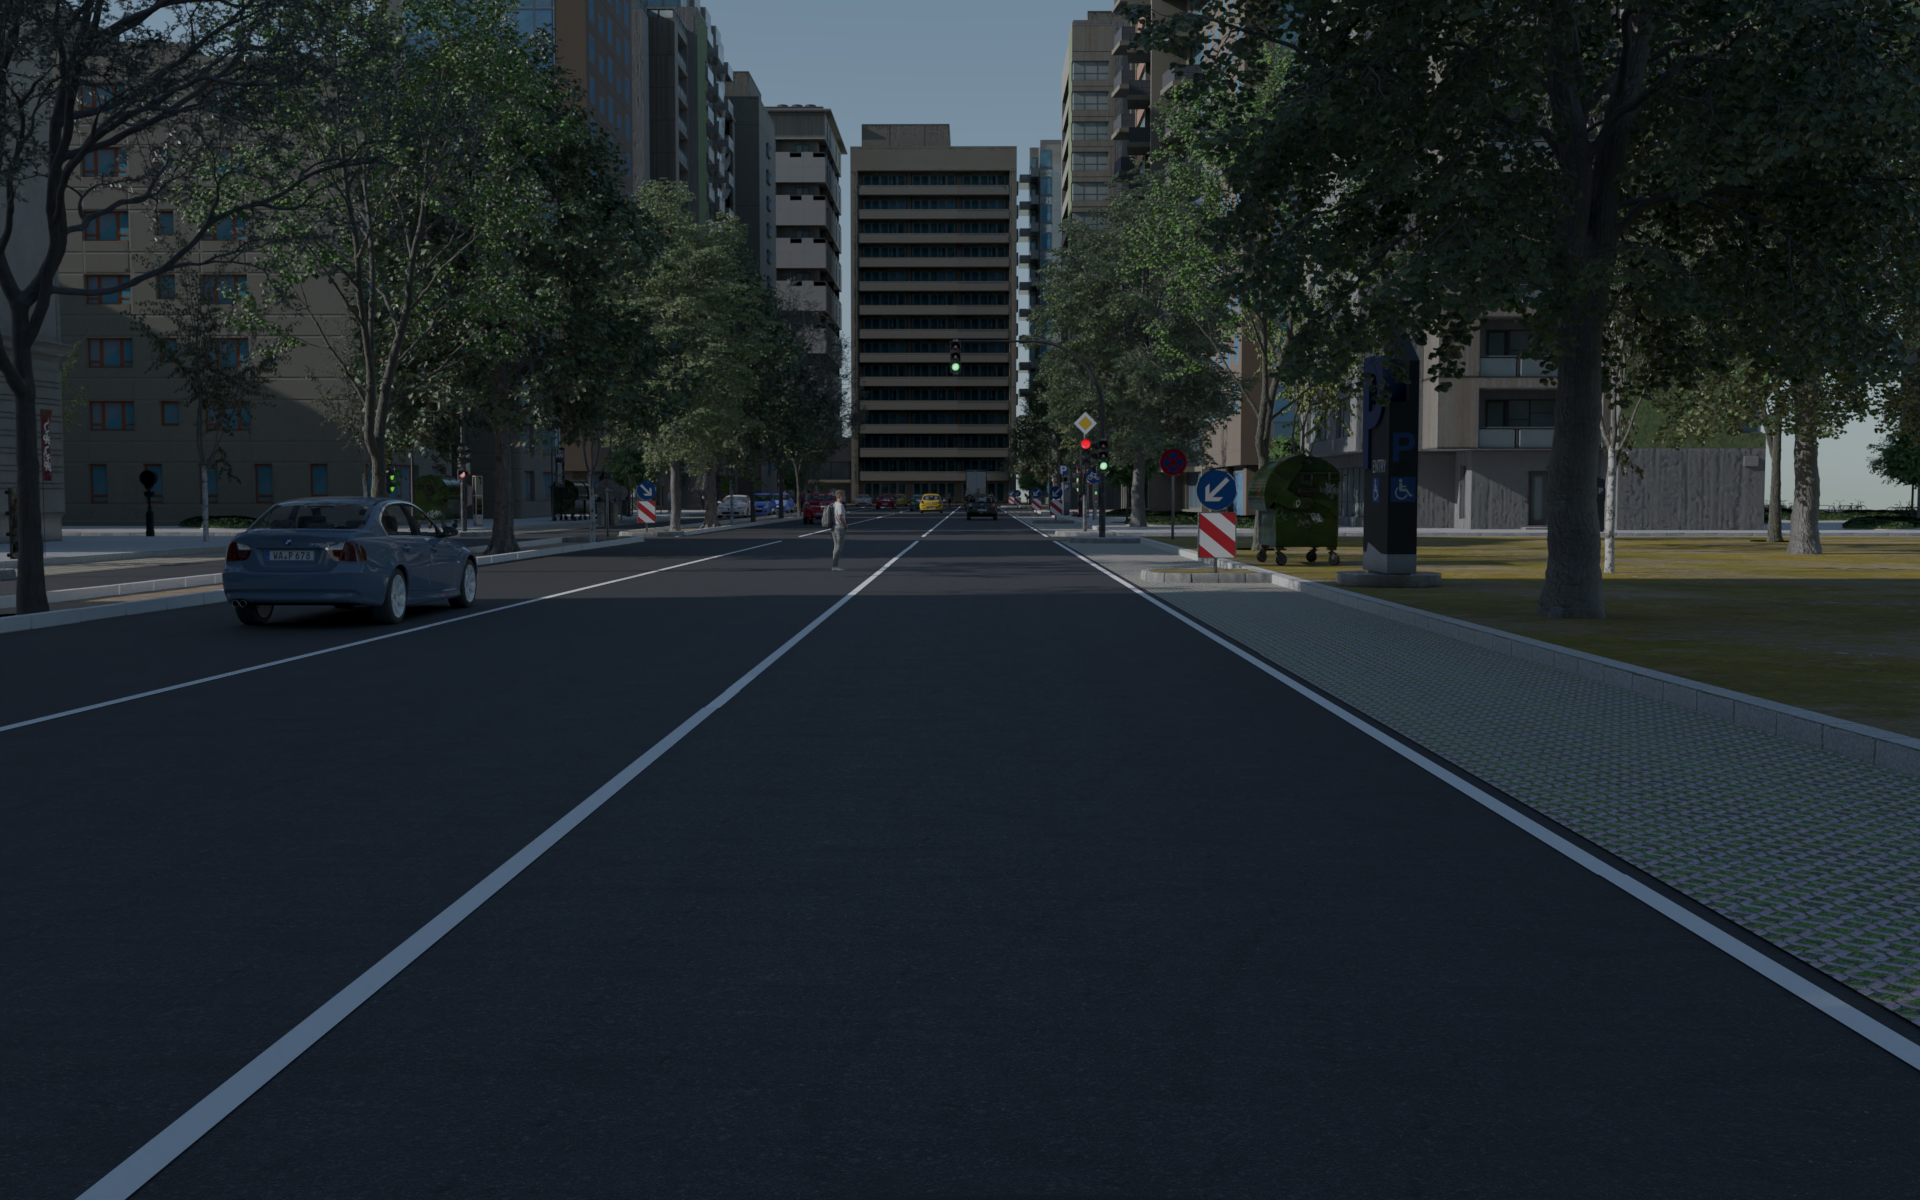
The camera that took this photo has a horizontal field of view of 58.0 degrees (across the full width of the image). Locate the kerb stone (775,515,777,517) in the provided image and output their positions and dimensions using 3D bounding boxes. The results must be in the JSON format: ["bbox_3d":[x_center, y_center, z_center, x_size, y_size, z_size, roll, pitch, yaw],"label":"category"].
[{"bbox_3d":[-11.237,-4.977,103.576,0.120,0.150,1.000,0,4,1],"label":"kerb stone"}]

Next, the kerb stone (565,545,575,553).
[{"bbox_3d":[-9.690,-1.242,42.509,0.120,0.150,1.000,0,4,1],"label":"kerb stone"}]

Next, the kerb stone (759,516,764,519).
[{"bbox_3d":[-11.286,-4.601,97.421,0.120,0.150,1.000,0,4,1],"label":"kerb stone"}]

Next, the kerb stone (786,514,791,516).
[{"bbox_3d":[-11.154,-5.479,111.776,0.120,0.150,1.000,0,4,1],"label":"kerb stone"}]

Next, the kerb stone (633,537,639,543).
[{"bbox_3d":[-9.618,-1.744,50.716,0.120,0.150,1.000,0,4,1],"label":"kerb stone"}]

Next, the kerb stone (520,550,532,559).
[{"bbox_3d":[-9.723,-0.990,38.392,0.120,0.150,1.000,0,4,1],"label":"kerb stone"}]

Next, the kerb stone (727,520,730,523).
[{"bbox_3d":[-11.413,-3.784,84.069,0.120,0.150,1.000,0,4,1],"label":"kerb stone"}]

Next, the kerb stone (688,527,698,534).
[{"bbox_3d":[-9.515,-2.403,61.487,0.120,0.150,1.000,0,4,1],"label":"kerb stone"}]

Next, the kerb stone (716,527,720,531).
[{"bbox_3d":[-9.470,-2.716,66.598,0.120,0.150,1.000,0,4,1],"label":"kerb stone"}]

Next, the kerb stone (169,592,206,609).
[{"bbox_3d":[-9.874,0.015,21.957,0.120,0.150,1.000,0,4,1],"label":"kerb stone"}]

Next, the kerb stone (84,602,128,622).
[{"bbox_3d":[-9.899,0.147,19.907,0.120,0.150,1.000,0,4,1],"label":"kerb stone"}]

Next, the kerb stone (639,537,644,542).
[{"bbox_3d":[-9.604,-1.806,51.738,0.120,0.150,1.000,0,4,1],"label":"kerb stone"}]

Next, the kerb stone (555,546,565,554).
[{"bbox_3d":[-9.704,-1.180,41.480,0.120,0.150,1.000,0,4,1],"label":"kerb stone"}]

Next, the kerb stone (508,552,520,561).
[{"bbox_3d":[-9.741,-0.928,37.370,0.120,0.150,1.000,0,4,1],"label":"kerb stone"}]

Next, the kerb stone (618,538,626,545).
[{"bbox_3d":[-9.630,-1.613,48.658,0.120,0.150,1.000,0,4,1],"label":"kerb stone"}]

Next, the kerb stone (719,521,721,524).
[{"bbox_3d":[-11.429,-3.591,80.988,0.120,0.150,1.000,0,4,1],"label":"kerb stone"}]

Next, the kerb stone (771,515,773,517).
[{"bbox_3d":[-11.246,-4.851,101.524,0.120,0.150,1.000,0,4,1],"label":"kerb stone"}]

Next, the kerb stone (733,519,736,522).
[{"bbox_3d":[-11.385,-3.910,86.131,0.120,0.150,1.000,0,4,1],"label":"kerb stone"}]

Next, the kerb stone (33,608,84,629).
[{"bbox_3d":[-9.902,0.204,18.883,0.120,0.150,1.000,0,4,1],"label":"kerb stone"}]

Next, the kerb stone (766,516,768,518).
[{"bbox_3d":[-11.274,-4.726,99.471,0.120,0.150,1.000,0,4,1],"label":"kerb stone"}]

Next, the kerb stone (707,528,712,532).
[{"bbox_3d":[-9.483,-2.591,64.553,0.120,0.150,1.000,0,4,1],"label":"kerb stone"}]

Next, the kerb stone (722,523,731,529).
[{"bbox_3d":[-9.437,-2.902,69.665,0.120,0.150,1.000,0,4,1],"label":"kerb stone"}]

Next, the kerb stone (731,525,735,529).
[{"bbox_3d":[-9.433,-2.956,70.696,0.120,0.150,1.000,0,4,1],"label":"kerb stone"}]

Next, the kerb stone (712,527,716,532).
[{"bbox_3d":[-9.481,-2.653,65.576,0.120,0.150,1.000,0,4,1],"label":"kerb stone"}]

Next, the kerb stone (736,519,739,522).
[{"bbox_3d":[-11.375,-3.973,87.153,0.120,0.150,1.000,0,4,1],"label":"kerb stone"}]

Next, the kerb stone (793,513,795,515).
[{"bbox_3d":[-11.135,-5.604,113.823,0.120,0.150,1.000,0,4,1],"label":"kerb stone"}]

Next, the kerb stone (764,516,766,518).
[{"bbox_3d":[-11.275,-4.664,98.449,0.120,0.150,1.000,0,4,1],"label":"kerb stone"}]

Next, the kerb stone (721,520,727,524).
[{"bbox_3d":[-11.419,-3.722,83.045,0.120,0.150,1.000,0,4,1],"label":"kerb stone"}]

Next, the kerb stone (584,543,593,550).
[{"bbox_3d":[-9.669,-1.364,44.564,0.120,0.150,1.000,0,4,1],"label":"kerb stone"}]

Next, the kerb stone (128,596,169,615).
[{"bbox_3d":[-9.884,0.079,20.936,0.120,0.150,1.000,0,4,1],"label":"kerb stone"}]

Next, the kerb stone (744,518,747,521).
[{"bbox_3d":[-11.359,-4.161,90.227,0.120,0.150,1.000,0,4,1],"label":"kerb stone"}]

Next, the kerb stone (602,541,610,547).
[{"bbox_3d":[-9.651,-1.485,46.612,0.120,0.150,1.000,0,4,1],"label":"kerb stone"}]

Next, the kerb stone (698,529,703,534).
[{"bbox_3d":[-9.499,-2.463,62.509,0.120,0.150,1.000,0,4,1],"label":"kerb stone"}]

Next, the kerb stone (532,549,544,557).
[{"bbox_3d":[-9.721,-1.053,39.416,0.120,0.150,1.000,0,4,1],"label":"kerb stone"}]

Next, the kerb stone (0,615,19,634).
[{"bbox_3d":[-9.916,0.265,17.858,0.120,0.150,1.000,0,4,1],"label":"kerb stone"}]

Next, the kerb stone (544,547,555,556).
[{"bbox_3d":[-9.708,-1.113,40.438,0.120,0.150,1.000,0,4,1],"label":"kerb stone"}]

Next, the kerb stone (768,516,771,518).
[{"bbox_3d":[-11.256,-4.789,100.500,0.120,0.150,1.000,0,4,1],"label":"kerb stone"}]

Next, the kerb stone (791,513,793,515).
[{"bbox_3d":[-11.145,-5.542,112.799,0.120,0.150,1.000,0,4,1],"label":"kerb stone"}]

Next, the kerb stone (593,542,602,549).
[{"bbox_3d":[-9.658,-1.431,45.585,0.120,0.150,1.000,0,4,1],"label":"kerb stone"}]

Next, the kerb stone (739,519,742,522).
[{"bbox_3d":[-11.372,-4.036,88.178,0.120,0.150,1.000,0,4,1],"label":"kerb stone"}]

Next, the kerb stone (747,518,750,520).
[{"bbox_3d":[-11.332,-4.224,91.255,0.120,0.150,1.000,0,4,1],"label":"kerb stone"}]

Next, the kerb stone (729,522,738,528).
[{"bbox_3d":[-9.423,-3.025,71.735,0.120,0.150,1.000,0,4,1],"label":"kerb stone"}]

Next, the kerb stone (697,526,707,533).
[{"bbox_3d":[-9.501,-2.528,63.531,0.120,0.150,1.000,0,4,1],"label":"kerb stone"}]

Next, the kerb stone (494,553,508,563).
[{"bbox_3d":[-9.738,-0.865,36.334,0.120,0.150,1.000,0,4,1],"label":"kerb stone"}]

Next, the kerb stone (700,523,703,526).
[{"bbox_3d":[-11.491,-3.281,75.845,0.120,0.150,1.000,0,4,1],"label":"kerb stone"}]

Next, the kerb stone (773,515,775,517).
[{"bbox_3d":[-11.243,-4.910,102.548,0.120,0.150,1.000,0,4,1],"label":"kerb stone"}]

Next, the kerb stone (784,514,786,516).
[{"bbox_3d":[-11.183,-5.291,108.701,0.120,0.150,1.000,0,4,1],"label":"kerb stone"}]

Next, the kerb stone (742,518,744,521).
[{"bbox_3d":[-11.362,-4.098,89.200,0.120,0.150,1.000,0,4,1],"label":"kerb stone"}]

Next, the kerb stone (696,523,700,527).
[{"bbox_3d":[-11.491,-3.219,74.823,0.120,0.150,1.000,0,4,1],"label":"kerb stone"}]

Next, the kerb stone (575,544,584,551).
[{"bbox_3d":[-9.685,-1.305,43.531,0.120,0.150,1.000,0,4,1],"label":"kerb stone"}]

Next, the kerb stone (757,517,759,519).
[{"bbox_3d":[-11.305,-4.475,95.369,0.120,0.150,1.000,0,4,1],"label":"kerb stone"}]

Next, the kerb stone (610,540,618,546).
[{"bbox_3d":[-9.639,-1.551,47.634,0.120,0.150,1.000,0,4,1],"label":"kerb stone"}]

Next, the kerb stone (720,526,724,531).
[{"bbox_3d":[-9.461,-2.778,67.620,0.120,0.150,1.000,0,4,1],"label":"kerb stone"}]

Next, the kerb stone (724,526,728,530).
[{"bbox_3d":[-9.447,-2.834,68.643,0.120,0.150,1.000,0,4,1],"label":"kerb stone"}]

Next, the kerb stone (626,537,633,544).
[{"bbox_3d":[-9.618,-1.681,49.691,0.120,0.150,1.000,0,4,1],"label":"kerb stone"}]

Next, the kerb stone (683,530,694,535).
[{"bbox_3d":[-9.522,-2.338,60.459,0.120,0.150,1.000,0,4,1],"label":"kerb stone"}]

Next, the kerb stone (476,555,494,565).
[{"bbox_3d":[-9.748,-0.801,35.293,0.120,0.150,1.000,0,4,1],"label":"kerb stone"}]

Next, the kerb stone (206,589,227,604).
[{"bbox_3d":[-9.864,-0.048,22.982,0.120,0.150,1.000,0,4,1],"label":"kerb stone"}]
